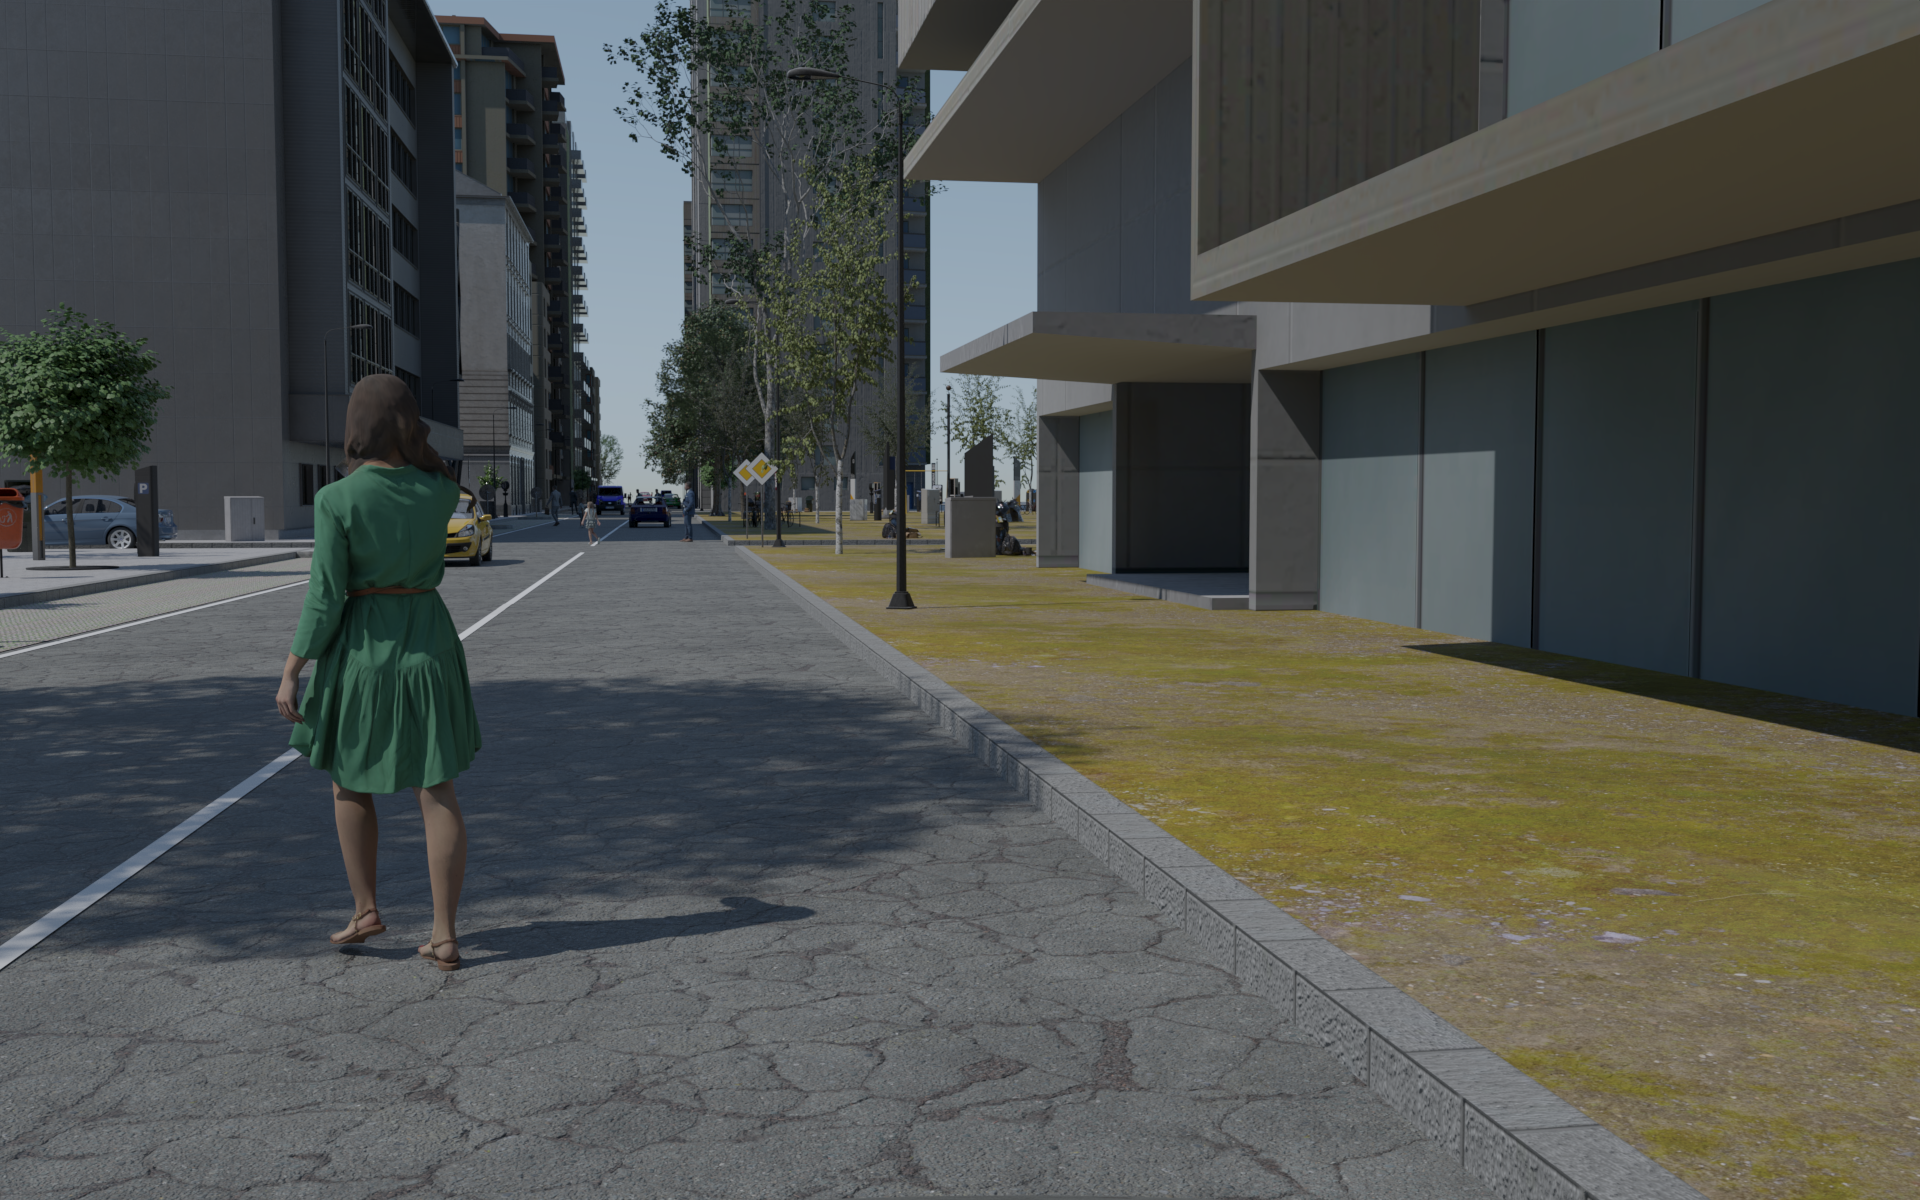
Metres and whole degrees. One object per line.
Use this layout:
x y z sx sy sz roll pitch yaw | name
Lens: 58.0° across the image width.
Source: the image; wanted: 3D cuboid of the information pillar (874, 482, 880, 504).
-5.242 -6.437 109.733 0.304 2.012 0.304 3 4 38 | information pillar

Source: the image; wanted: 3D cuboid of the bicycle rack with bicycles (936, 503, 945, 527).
0.113 -3.392 68.845 2.852 0.926 2.925 0 4 -3 | bicycle rack with bicycles

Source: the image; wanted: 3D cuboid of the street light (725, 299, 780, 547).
-4.903 -4.219 41.517 1.470 5.913 1.316 -1 4 -10 | street light

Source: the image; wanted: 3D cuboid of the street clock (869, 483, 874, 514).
-5.810 -6.681 113.803 0.358 2.002 0.471 1 4 13 | street clock

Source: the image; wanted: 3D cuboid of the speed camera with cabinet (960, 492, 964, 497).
0.360 -7.209 112.197 2.038 3.252 0.660 -1 4 -22 | speed camera with cabinet

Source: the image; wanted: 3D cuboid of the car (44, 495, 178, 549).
-22.194 -1.934 43.623 4.499 1.417 2.014 -1 4 -8 | car

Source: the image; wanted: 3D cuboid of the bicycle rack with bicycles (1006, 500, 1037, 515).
3.320 -5.794 108.119 2.852 0.926 2.925 -2 4 -35 | bicycle rack with bicycles

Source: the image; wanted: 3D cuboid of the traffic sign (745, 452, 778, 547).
-4.754 -2.321 41.590 0.795 2.450 0.064 -1 4 -10 | traffic sign

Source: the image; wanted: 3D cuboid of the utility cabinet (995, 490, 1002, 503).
1.816 -5.365 96.403 1.173 1.500 0.318 -3 5 -41 | utility cabinet

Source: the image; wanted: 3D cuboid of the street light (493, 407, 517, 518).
-24.226 -7.316 92.165 1.470 5.913 1.316 -1 4 -10 | street light

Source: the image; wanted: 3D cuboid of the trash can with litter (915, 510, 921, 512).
-2.342 -6.925 124.285 1.678 1.210 2.233 -3 5 -41 | trash can with litter

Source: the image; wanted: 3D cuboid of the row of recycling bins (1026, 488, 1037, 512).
5.864 -7.234 125.389 1.069 1.692 3.534 -2 4 -26 | row of recycling bins

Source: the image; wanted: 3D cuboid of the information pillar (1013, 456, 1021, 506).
3.482 -7.032 106.320 0.504 3.616 0.183 -2 4 -32 | information pillar

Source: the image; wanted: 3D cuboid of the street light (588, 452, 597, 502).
-40.898 -13.307 190.115 1.470 5.913 1.316 -1 4 -10 | street light

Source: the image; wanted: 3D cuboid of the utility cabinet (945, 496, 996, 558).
0.209 -1.457 34.976 1.020 1.237 0.306 -2 4 -25 | utility cabinet

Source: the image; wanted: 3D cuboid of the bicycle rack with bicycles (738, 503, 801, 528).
-7.441 -3.280 67.005 2.852 0.926 2.925 1 4 10 | bicycle rack with bicycles

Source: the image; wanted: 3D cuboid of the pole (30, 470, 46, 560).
-17.848 -2.424 33.469 0.158 3.312 0.155 0 3 0 | pole

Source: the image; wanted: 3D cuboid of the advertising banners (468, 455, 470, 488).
-21.739 -4.926 76.725 0.090 3.025 2.074 -1 4 -16 | advertising banners

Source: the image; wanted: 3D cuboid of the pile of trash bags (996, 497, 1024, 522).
1.379 -4.332 80.572 1.912 1.369 3.447 -3 5 -40 | pile of trash bags

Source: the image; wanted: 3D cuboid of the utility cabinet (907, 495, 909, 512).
-3.776 -6.849 123.149 0.306 1.237 1.020 0 4 -6 | utility cabinet

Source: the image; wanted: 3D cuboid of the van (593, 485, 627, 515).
-24.156 -7.055 119.738 2.240 2.365 5.245 -1 4 -10 | van

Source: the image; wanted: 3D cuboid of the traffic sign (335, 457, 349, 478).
-14.020 -2.227 40.048 0.795 2.450 0.064 -1 4 -10 | traffic sign

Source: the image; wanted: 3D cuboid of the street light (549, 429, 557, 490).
-29.598 -9.219 123.272 1.470 5.913 1.316 -1 4 -10 | street light

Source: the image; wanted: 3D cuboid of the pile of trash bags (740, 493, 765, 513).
-14.205 -6.715 119.543 1.912 1.369 3.447 -3 4 -37 | pile of trash bags

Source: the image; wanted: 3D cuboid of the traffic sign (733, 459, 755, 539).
-6.087 -2.803 49.464 0.795 2.450 0.064 -1 4 -10 | traffic sign

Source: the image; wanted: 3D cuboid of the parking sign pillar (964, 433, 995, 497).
0.861 -5.409 76.902 1.447 3.967 1.447 1 4 14 | parking sign pillar

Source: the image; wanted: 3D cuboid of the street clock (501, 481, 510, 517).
-25.289 -5.614 96.363 0.471 2.002 0.358 3 4 38 | street clock

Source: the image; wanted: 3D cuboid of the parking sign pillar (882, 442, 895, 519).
-3.678 -6.191 89.695 1.447 3.967 1.447 -1 4 -11 | parking sign pillar

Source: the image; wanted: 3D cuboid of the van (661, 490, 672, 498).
-46.031 -16.327 271.324 2.240 2.365 5.245 -1 4 -10 | van

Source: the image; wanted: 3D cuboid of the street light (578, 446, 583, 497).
-37.208 -11.948 167.885 1.470 5.913 1.316 -1 4 -10 | street light

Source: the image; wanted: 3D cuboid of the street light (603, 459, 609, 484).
-47.197 -15.575 227.185 1.470 5.913 1.316 -1 4 -10 | street light

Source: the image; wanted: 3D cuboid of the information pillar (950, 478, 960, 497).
-0.280 -4.625 80.110 0.304 2.012 0.304 2 4 35 | information pillar

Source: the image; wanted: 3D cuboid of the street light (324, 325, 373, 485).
-16.782 -4.584 47.497 1.470 5.913 1.316 -1 4 -10 | street light

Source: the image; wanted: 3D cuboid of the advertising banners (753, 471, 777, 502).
-13.667 -7.733 122.620 2.074 3.025 0.090 1 4 18 | advertising banners

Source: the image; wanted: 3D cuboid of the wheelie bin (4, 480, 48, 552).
-20.737 -1.862 38.346 0.980 1.594 0.693 -2 4 -27 | wheelie bin

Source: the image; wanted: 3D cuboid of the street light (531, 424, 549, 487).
-28.124 -8.674 114.360 1.470 5.913 1.316 -1 4 -10 | street light

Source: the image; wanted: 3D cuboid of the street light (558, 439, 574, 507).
-33.360 -10.578 145.490 1.470 5.913 1.316 -1 4 -10 | street light

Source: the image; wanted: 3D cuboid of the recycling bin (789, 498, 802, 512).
-11.795 -6.818 124.033 0.722 1.027 0.722 1 4 20 | recycling bin

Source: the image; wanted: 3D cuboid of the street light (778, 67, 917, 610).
-1.190 -2.849 19.127 1.470 5.913 1.316 -1 4 -10 | street light

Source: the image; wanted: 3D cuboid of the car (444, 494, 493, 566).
-10.615 -1.551 35.587 2.015 1.641 3.980 -1 4 -10 | car

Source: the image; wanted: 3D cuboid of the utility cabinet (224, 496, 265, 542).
-19.437 -2.197 47.078 0.306 1.237 1.020 2 4 34 | utility cabinet

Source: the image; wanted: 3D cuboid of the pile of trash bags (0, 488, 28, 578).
-15.571 -0.956 25.378 3.447 1.369 1.912 -3 5 -41 | pile of trash bags

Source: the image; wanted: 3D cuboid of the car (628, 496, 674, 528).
-13.422 -3.824 75.106 1.945 1.354 3.894 0 4 -8 | car

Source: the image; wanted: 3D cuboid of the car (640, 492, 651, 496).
-50.418 -16.409 276.963 2.281 1.827 5.304 -1 4 -11 | car

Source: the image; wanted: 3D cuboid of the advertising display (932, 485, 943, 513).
-1.532 -6.889 117.853 0.123 1.923 0.974 -3 5 -42 | advertising display

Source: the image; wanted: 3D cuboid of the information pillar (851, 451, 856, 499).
-5.794 -6.293 94.252 0.183 3.616 0.504 -2 4 -32 | information pillar

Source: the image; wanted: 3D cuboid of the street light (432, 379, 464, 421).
-20.620 -5.943 69.702 1.470 5.913 1.316 -1 4 -10 | street light

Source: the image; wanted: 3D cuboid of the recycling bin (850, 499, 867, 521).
-4.920 -4.371 84.013 0.722 1.027 0.722 1 4 9 | recycling bin

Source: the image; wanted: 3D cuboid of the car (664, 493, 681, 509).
-28.099 -9.770 168.539 1.959 1.807 4.718 -1 4 -11 | car

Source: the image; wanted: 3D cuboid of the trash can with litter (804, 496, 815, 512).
-10.582 -6.740 121.584 0.624 1.170 1.055 1 4 10 | trash can with litter

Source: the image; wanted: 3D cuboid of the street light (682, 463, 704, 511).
-20.165 -9.716 131.391 1.470 5.913 1.316 -1 4 -10 | street light

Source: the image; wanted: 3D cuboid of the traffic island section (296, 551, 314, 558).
-14.042 -1.090 40.106 2.009 0.180 2.903 -1 4 -10 | traffic island section

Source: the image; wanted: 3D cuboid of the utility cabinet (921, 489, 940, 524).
-1.241 -3.973 73.644 0.318 1.500 1.173 2 4 26 | utility cabinet
